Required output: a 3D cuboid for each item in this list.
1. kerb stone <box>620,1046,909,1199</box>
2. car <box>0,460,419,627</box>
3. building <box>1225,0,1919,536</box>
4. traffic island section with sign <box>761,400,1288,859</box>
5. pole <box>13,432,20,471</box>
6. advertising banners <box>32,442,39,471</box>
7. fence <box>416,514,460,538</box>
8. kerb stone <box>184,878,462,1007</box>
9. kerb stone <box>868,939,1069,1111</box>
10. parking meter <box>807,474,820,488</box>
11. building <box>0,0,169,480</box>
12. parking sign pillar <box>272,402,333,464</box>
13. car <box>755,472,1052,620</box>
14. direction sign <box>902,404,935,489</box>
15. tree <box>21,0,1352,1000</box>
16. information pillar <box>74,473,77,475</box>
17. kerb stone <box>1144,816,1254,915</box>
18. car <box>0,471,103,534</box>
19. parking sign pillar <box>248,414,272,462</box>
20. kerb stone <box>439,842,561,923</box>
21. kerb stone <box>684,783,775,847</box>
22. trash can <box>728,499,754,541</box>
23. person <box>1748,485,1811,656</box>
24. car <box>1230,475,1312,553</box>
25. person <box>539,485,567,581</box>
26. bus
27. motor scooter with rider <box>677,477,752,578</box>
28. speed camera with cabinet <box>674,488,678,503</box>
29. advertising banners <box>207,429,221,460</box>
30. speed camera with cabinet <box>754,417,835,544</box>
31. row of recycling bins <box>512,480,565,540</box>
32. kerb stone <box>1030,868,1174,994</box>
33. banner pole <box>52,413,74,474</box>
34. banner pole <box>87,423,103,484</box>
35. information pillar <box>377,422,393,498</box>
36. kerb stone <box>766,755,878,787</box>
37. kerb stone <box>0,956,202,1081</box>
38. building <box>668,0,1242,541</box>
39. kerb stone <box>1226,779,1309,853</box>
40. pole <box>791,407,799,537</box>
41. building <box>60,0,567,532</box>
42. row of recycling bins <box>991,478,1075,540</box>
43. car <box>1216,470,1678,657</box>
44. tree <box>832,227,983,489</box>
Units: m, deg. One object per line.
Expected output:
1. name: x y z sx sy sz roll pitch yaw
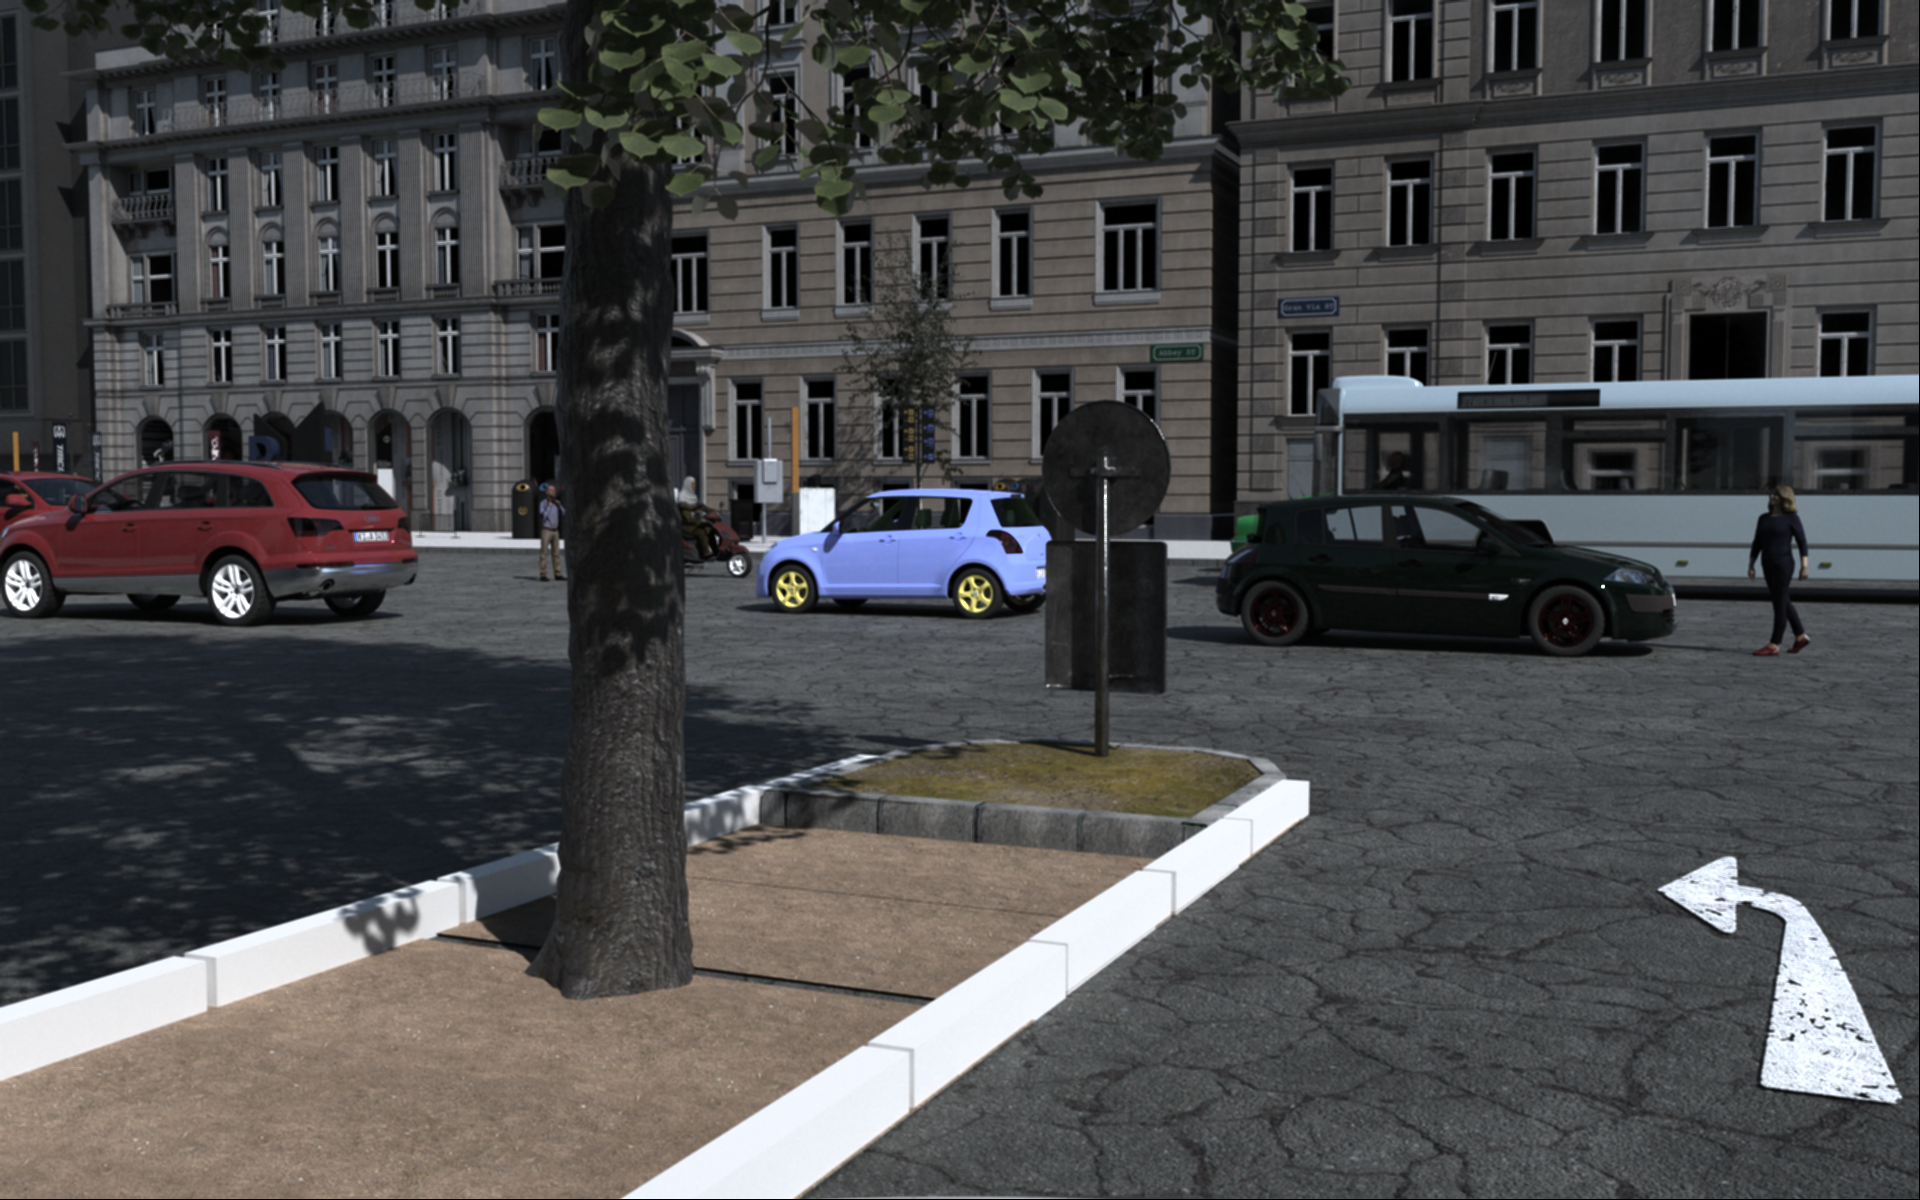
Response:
1. kerb stone: -0.375 1.140 3.552 0.120 0.150 1.000 2 4 24
2. car: -8.849 -0.700 20.125 5.304 1.827 2.281 1 4 22
3. building: 20.789 -15.235 46.349 25.104 27.353 12.463 2 4 24
4. traffic island section with sign: 0.454 0.013 7.923 2.006 1.907 1.989 2 4 24
5. pole: -30.967 -3.856 56.887 0.158 3.312 0.155 0 3 0
6. advertising banners: -31.069 -3.834 58.877 0.090 3.025 2.074 0 4 -6
7. fence: -15.433 -2.189 51.170 2.069 0.683 0.278 3 5 43
8. kerb stone: -1.909 1.035 5.276 0.120 0.150 1.000 2 4 24
9. kerb stone: 0.043 1.083 4.489 0.120 0.150 1.000 2 4 24
10. parking meter: -4.339 -2.793 51.379 0.255 1.863 0.399 2 4 33
11. building: -41.484 -17.241 75.395 24.014 27.812 14.314 2 4 24
12. parking sign pillar: -19.149 -3.837 51.207 1.447 3.967 1.447 2 4 30
13. car: -0.678 -0.696 20.972 3.694 1.707 1.945 1 4 23
14. direction sign: -1.051 -3.179 43.969 0.876 3.537 0.379 -2 4 -24
15. tree: -0.925 -5.172 5.154 7.486 12.596 7.792 0 3 0
16. information pillar: -30.877 -3.403 60.137 0.304 2.012 0.304 1 4 11
17. kerb stone: 0.884 0.968 6.371 0.120 0.150 1.000 2 4 24
18. car: -14.955 -1.196 28.232 5.304 1.827 2.281 2 4 24
19. parking sign pillar: -23.052 -4.234 57.697 1.447 3.967 1.447 2 4 23
20. kerb stone: -1.488 0.977 6.220 0.120 0.150 1.000 2 4 24
21. kerb stone: -1.079 0.920 7.161 0.120 0.150 1.000 2 4 24
22. trash can: -5.968 -2.186 47.399 0.748 1.137 0.748 0 3 0
23. person: 7.337 -0.269 15.445 0.613 1.512 0.480 -3 5 -43
24. car: 7.272 -1.367 31.148 4.718 1.807 1.959 2 4 26
25. person: -6.737 -1.104 28.613 0.319 1.574 0.516 3 5 42
26. bus: 10.799 -1.789 24.111 13.247 3.499 2.948 1 4 23
27. motor scooter with rider: -4.478 -1.280 29.890 1.986 1.779 0.876 2 4 25
28. speed camera with cabinet: -8.364 -3.329 48.769 0.660 3.252 2.038 -1 4 -18
29. advertising banners: -20.027 -3.156 47.794 0.090 3.025 2.074 1 4 16
30. speed camera with cabinet: -4.307 -3.102 45.049 2.038 3.252 0.660 -1 4 -17
31. row of recycling bins: -11.253 -2.567 49.076 3.534 1.692 1.069 2 4 28
32. kerb stone: 0.457 1.026 5.427 0.120 0.150 1.000 2 4 24
33. banner pole: -27.460 -3.862 53.169 0.401 3.779 0.863 2 4 26
34. banner pole: -30.627 -4.360 61.306 0.863 3.779 0.401 2 4 26
35. information pillar: -18.755 -3.988 56.556 0.504 3.616 0.183 0 4 -1
36. kerb stone: -0.645 0.868 8.093 0.120 0.150 1.000 2 4 24
37. kerb stone: -2.330 1.093 4.332 0.120 0.150 1.000 2 4 24
38. building: 0.507 -16.539 56.322 20.117 28.700 13.634 2 4 24
39. kerb stone: 1.302 0.910 7.309 0.120 0.150 1.000 2 4 24
40. pole: -3.893 -2.875 40.853 0.158 3.312 0.155 0 3 0
41. building: -19.657 -13.684 65.527 24.055 21.916 13.314 2 4 24
42. row of recycling bins: 1.858 -2.266 44.161 1.069 1.692 3.534 -2 4 -26
43. car: 4.533 -0.404 16.399 4.222 1.686 2.009 2 4 24
44. tree: -1.222 -5.935 47.402 4.360 8.622 3.978 0 3 0
